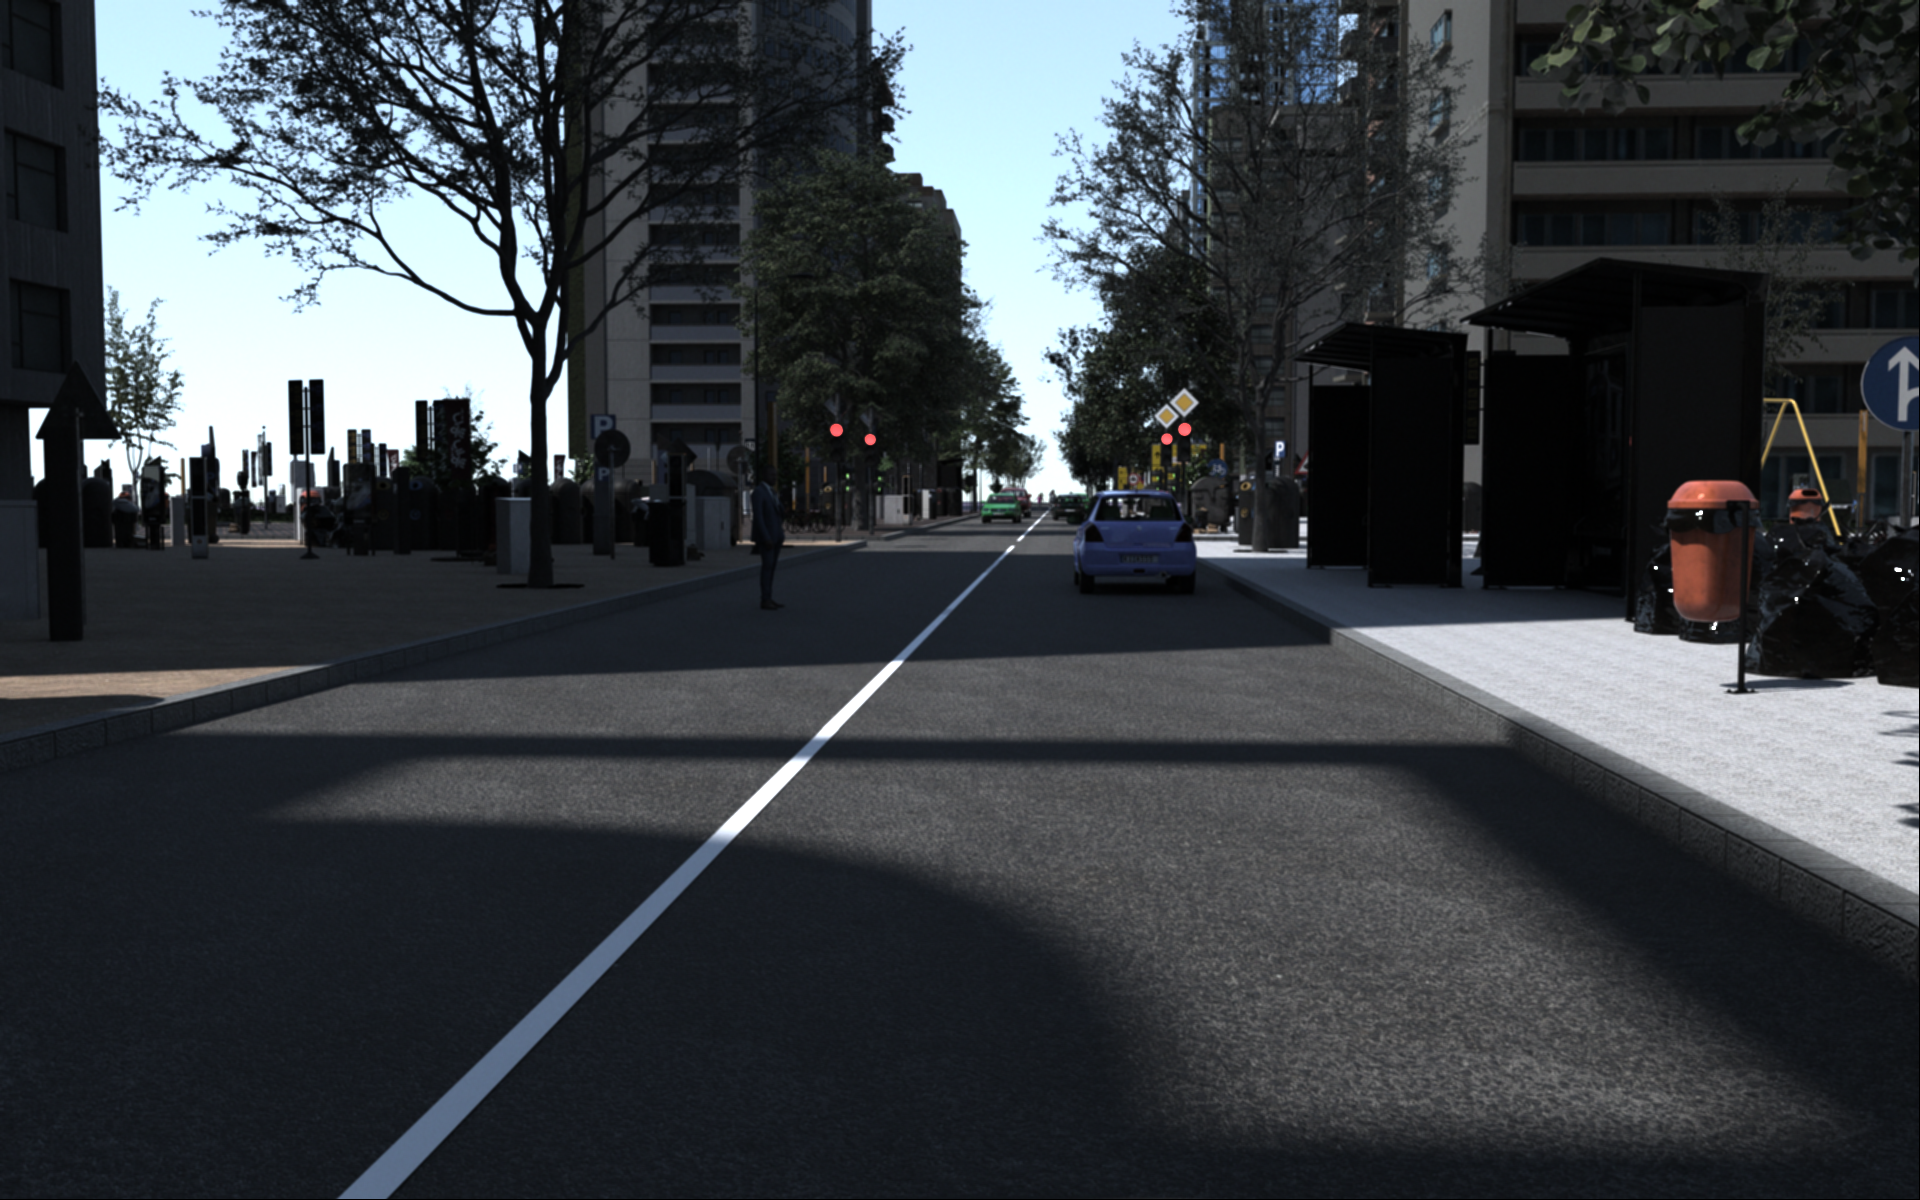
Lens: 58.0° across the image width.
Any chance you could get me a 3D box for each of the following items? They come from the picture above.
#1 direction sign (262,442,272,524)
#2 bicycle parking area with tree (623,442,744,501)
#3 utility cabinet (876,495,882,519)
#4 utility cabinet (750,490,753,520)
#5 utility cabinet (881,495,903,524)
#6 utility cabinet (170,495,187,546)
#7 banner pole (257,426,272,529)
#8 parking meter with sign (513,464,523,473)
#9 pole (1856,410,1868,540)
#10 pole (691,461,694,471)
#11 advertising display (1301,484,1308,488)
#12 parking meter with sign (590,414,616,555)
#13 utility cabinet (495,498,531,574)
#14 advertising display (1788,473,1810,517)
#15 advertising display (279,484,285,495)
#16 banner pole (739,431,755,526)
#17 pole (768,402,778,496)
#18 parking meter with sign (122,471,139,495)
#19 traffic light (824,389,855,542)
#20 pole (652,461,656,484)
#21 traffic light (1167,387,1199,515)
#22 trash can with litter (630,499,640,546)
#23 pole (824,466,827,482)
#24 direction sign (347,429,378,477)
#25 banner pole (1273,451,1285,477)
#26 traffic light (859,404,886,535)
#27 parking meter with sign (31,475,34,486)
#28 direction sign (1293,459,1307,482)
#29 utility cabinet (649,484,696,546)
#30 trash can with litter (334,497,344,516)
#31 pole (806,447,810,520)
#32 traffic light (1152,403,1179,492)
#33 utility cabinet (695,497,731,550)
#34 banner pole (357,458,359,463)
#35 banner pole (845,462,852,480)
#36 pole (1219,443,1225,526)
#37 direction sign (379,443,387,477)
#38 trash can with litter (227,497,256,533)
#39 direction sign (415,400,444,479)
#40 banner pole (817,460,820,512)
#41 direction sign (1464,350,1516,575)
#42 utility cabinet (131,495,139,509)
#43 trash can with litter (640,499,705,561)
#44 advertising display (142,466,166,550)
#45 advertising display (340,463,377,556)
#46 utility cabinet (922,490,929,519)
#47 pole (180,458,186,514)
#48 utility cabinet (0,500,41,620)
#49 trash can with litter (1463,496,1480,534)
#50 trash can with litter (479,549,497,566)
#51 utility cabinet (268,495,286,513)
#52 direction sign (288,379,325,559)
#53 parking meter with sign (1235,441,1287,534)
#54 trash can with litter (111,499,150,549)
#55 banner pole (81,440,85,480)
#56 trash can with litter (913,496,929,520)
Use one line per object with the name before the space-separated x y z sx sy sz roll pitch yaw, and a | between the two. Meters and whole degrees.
direction sign | -30.033 -5.076 74.989 0.379 3.537 0.876 1 4 11
bicycle parking area with tree | -16.051 -6.653 95.783 8.231 4.147 9.016 1 4 10
utility cabinet | -4.206 -4.853 90.511 0.306 1.237 1.020 0 4 8
utility cabinet | -9.632 -4.604 83.951 0.318 1.500 1.173 3 5 40
utility cabinet | -2.761 -3.884 74.661 1.020 1.237 0.306 2 4 24
utility cabinet | -19.543 -1.964 43.270 0.306 1.237 1.020 -2 4 -27
banner pole | -25.578 -4.496 63.519 0.401 3.779 0.863 -3 5 -43
parking meter with sign | -25.369 -6.370 100.408 0.543 3.016 1.738 0 4 2
pole | 21.873 -2.946 42.009 0.158 3.312 0.155 0 3 0
pole | -15.501 -6.520 100.452 0.158 3.312 0.155 0 3 0
advertising display | 22.867 -6.689 114.572 0.974 1.923 0.123 -1 4 -23
parking meter with sign | -7.658 -2.501 37.150 0.543 3.016 1.738 -1 4 -10
utility cabinet | -7.124 -1.043 28.217 0.306 1.237 1.020 1 4 23
advertising display | 26.104 -2.978 53.899 0.974 1.923 0.123 -2 4 -35
advertising display | -44.246 -6.595 113.041 0.123 1.923 0.974 -3 4 -37
banner pole | -8.468 -4.815 68.742 0.863 3.779 0.401 1 4 15
pole | -4.142 -2.721 38.325 0.158 3.312 0.155 0 3 0
parking meter with sign | -63.997 -8.371 133.134 1.738 3.016 0.543 1 4 15
traffic light | -3.245 -3.513 46.358 0.839 4.253 0.868 0 4 3
pole | -18.864 -6.911 106.838 0.158 3.312 0.155 0 3 0
traffic light | 5.900 -3.480 45.821 0.839 4.253 0.868 0 4 3
trash can with litter | -7.508 -1.882 42.153 1.055 1.170 0.624 2 4 31
pole | -9.889 -8.177 127.539 0.158 3.312 0.155 0 3 0
direction sign | -20.940 -4.187 60.454 0.876 3.537 0.379 1 4 10
banner pole | 16.468 -6.066 89.189 0.863 3.779 0.401 3 5 45
traffic light | -2.762 -4.000 54.328 0.839 4.253 0.868 0 4 3
parking meter with sign | -37.529 -4.481 69.522 1.738 3.016 0.543 -2 4 -26
direction sign | 21.972 -7.343 112.050 0.876 3.537 0.379 1 4 13
utility cabinet | -6.397 -1.829 38.583 1.173 1.500 0.318 3 4 37
trash can with litter | -23.747 -3.364 66.393 0.624 1.170 1.055 0 4 6
pole | -6.160 -4.662 70.070 0.158 3.312 0.155 0 3 0
traffic light | 6.384 -3.968 53.791 0.839 4.253 0.868 0 4 3
utility cabinet | -5.690 -1.755 39.851 0.306 1.237 1.020 2 4 29
banner pole | -41.791 -8.006 120.908 0.401 3.779 0.863 2 4 34
banner pole | -7.402 -7.804 117.606 0.863 3.779 0.401 -1 4 -23
pole | 10.578 -4.649 69.862 0.158 3.312 0.155 0 3 0
direction sign | -25.894 -5.197 76.974 0.876 3.537 0.379 -3 4 -36
trash can with litter | -24.115 -2.855 58.069 0.624 1.170 1.055 0 4 1
direction sign | -12.737 -3.043 41.755 0.876 3.537 0.379 1 4 22
banner pole | -10.168 -8.282 125.422 0.401 3.779 0.863 0 4 -5
direction sign | 8.305 -2.166 27.405 0.876 3.537 0.379 1 4 10
utility cabinet | -59.598 -6.951 124.812 0.306 1.237 1.020 0 4 4
trash can with litter | -5.498 -1.347 33.411 1.055 1.170 0.624 -3 5 -41
advertising display | -18.485 -2.111 39.723 0.974 1.923 0.123 3 5 43
advertising display | -12.549 -1.897 36.232 0.974 1.923 0.123 2 4 35
utility cabinet | -1.561 -4.908 88.929 0.318 1.500 1.173 -1 4 -23
pole | -43.831 -6.354 97.729 0.158 3.312 0.155 0 3 0
utility cabinet | -9.946 -0.394 17.603 1.020 1.237 0.306 -2 4 -31
trash can with litter | 16.405 -2.746 55.954 1.678 1.210 2.233 -2 4 -30
trash can with litter | -8.079 -1.196 30.948 1.055 1.170 0.624 0 4 7
utility cabinet | -43.712 -6.098 110.869 1.020 1.237 0.306 -1 4 -12
direction sign | -12.925 -2.589 34.322 0.876 3.537 0.379 1 4 23
parking meter with sign | 9.750 -3.667 56.224 1.738 3.016 0.543 -2 4 -28
trash can with litter | -19.620 -1.817 41.095 1.055 1.170 0.624 2 4 31
banner pole | -29.474 -4.131 57.556 0.401 3.779 0.863 2 4 34
trash can with litter | -2.327 -4.532 85.153 1.678 1.210 2.233 -1 4 -17
